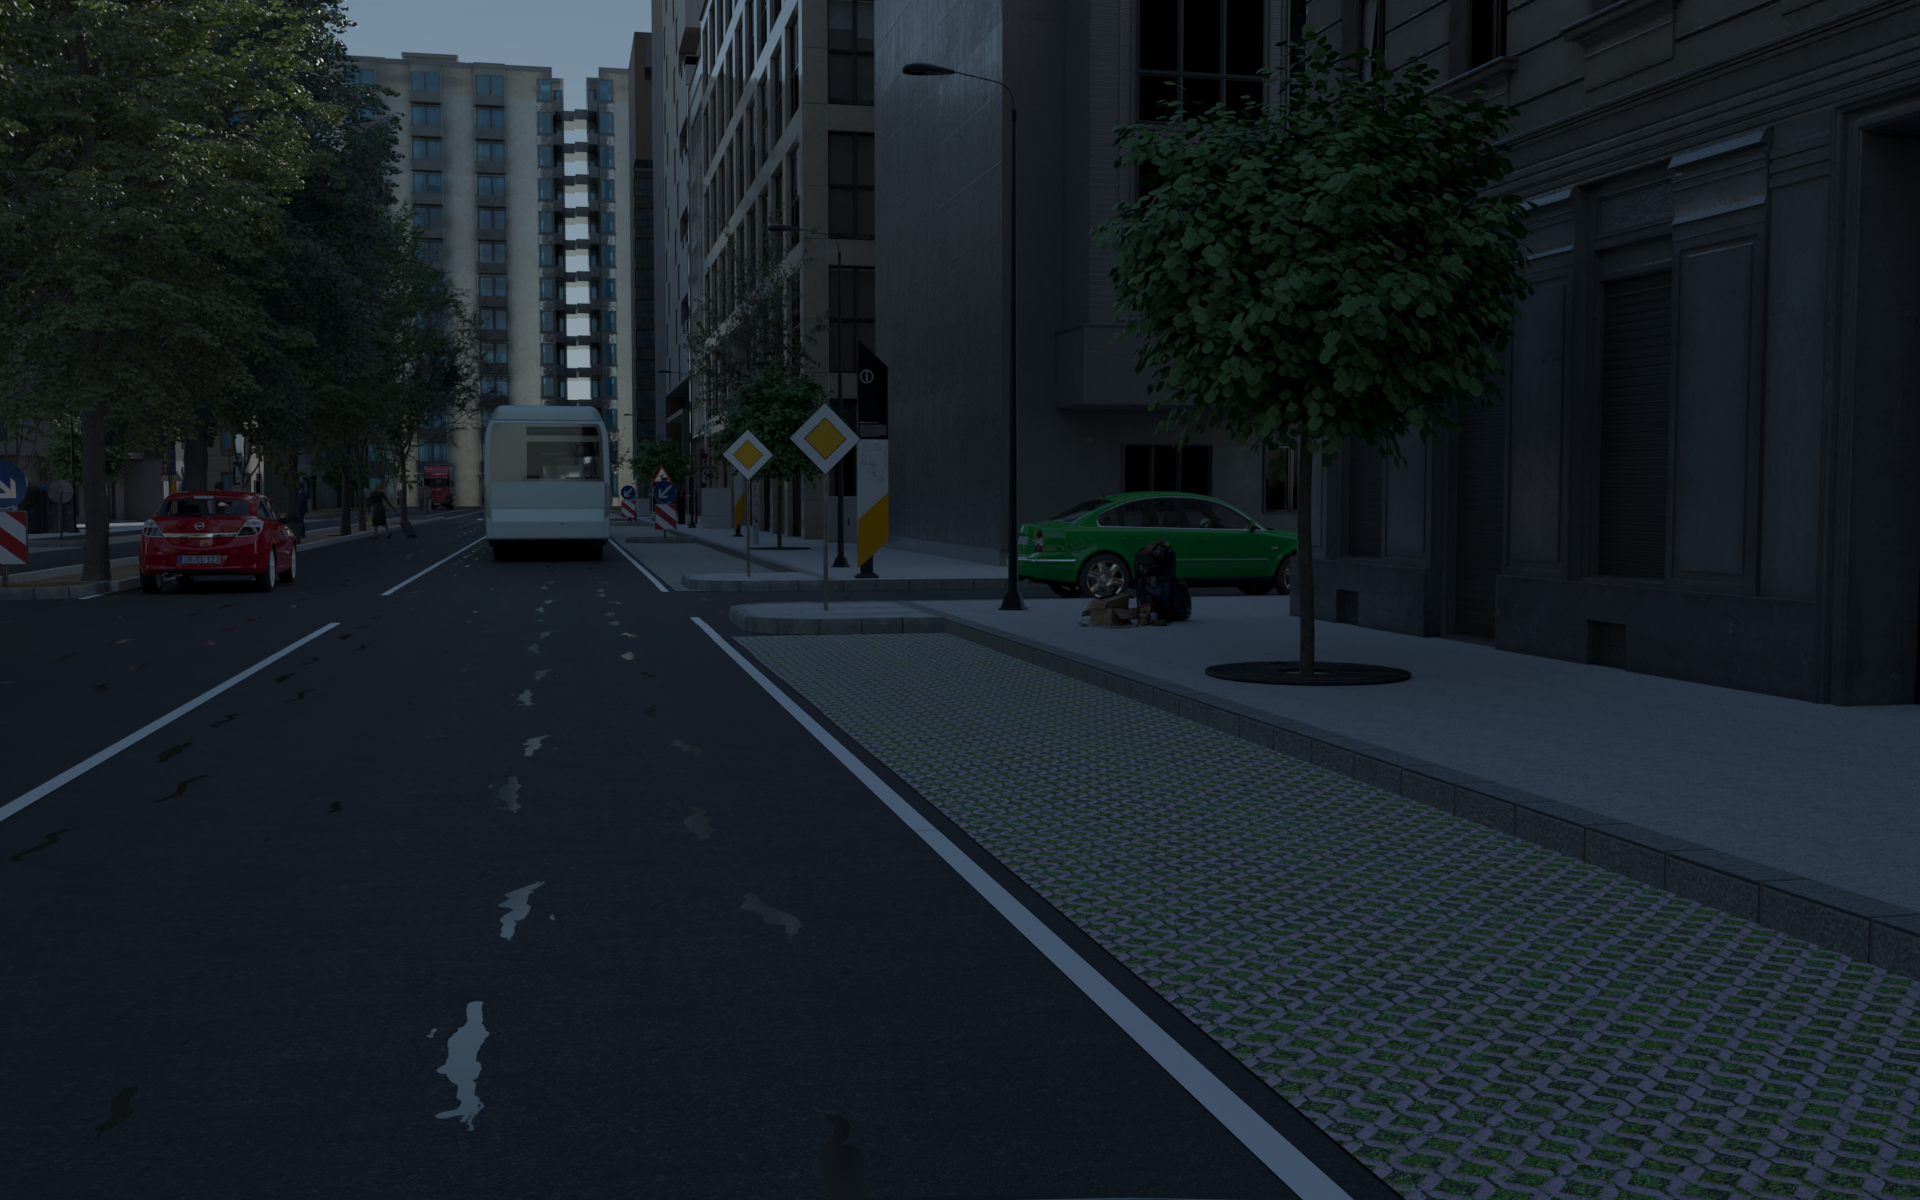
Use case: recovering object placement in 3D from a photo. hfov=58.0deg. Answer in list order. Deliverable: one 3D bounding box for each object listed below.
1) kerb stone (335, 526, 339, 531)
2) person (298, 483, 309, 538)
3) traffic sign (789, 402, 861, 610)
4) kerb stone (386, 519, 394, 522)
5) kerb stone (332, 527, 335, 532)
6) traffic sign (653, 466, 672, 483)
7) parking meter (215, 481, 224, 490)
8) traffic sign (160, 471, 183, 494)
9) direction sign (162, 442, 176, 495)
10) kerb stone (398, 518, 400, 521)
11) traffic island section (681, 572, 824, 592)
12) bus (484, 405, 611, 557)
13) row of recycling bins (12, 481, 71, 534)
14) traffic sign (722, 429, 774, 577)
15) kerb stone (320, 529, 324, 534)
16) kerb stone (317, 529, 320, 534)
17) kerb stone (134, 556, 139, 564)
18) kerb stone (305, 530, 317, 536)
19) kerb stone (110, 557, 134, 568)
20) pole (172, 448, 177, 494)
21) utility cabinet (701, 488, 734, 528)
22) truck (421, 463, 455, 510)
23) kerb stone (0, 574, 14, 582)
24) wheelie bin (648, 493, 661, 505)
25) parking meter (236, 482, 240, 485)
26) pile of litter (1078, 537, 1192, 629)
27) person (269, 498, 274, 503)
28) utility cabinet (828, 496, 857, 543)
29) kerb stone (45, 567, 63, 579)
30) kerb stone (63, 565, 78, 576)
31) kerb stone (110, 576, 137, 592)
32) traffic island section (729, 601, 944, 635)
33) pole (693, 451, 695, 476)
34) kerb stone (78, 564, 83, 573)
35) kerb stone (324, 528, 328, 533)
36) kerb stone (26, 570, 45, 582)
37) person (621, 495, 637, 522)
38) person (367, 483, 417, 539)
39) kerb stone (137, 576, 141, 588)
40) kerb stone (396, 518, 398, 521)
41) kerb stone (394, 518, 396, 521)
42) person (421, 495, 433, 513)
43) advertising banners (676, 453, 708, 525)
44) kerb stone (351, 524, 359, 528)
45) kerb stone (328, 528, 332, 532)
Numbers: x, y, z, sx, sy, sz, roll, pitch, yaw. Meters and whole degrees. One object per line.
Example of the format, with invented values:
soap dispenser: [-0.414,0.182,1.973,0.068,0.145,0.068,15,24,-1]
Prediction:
kerb stone: [-24.019,-2.701,66.351,0.120,0.150,1.000,-1,4,-13]
person: [-21.198,-2.879,55.751,0.419,1.800,0.721,-1,4,-19]
traffic sign: [-1.483,-0.942,19.046,0.795,2.450,0.064,-1,4,-13]
kerb stone: [-29.101,-4.045,88.325,0.120,0.150,1.000,-1,4,-13]
kerb stone: [-23.792,-2.640,65.353,0.120,0.150,1.000,-1,4,-13]
traffic sign: [-13.720,-4.880,79.790,0.884,2.594,0.081,-1,4,-9]
parking meter: [-34.373,-4.569,80.410,0.399,1.863,0.255,2,4,29]
traffic sign: [-32.564,-4.374,71.526,0.884,2.594,0.081,-1,4,-11]
direction sign: [-32.077,-4.787,70.272,0.876,3.537,0.379,2,4,32]
kerb stone: [-29.777,-4.219,91.324,0.120,0.150,1.000,-1,4,-13]
traffic island section: [-3.260,-0.283,26.909,2.009,0.180,2.903,-1,4,-13]
bus: [-10.138,-2.915,42.525,2.948,3.499,13.247,-1,4,-13]
row of recycling bins: [-30.231,-3.049,56.970,1.069,1.692,3.534,-1,4,-9]
traffic sign: [-3.281,-1.418,26.827,0.795,2.450,0.064,-1,4,-13]
kerb stone: [-23.100,-2.456,62.347,0.120,0.150,1.000,-1,4,-13]
kerb stone: [-22.876,-2.395,61.346,0.120,0.150,1.000,-1,4,-13]
kerb stone: [-16.853,-0.804,35.361,0.120,0.150,1.000,-1,4,-13]
kerb stone: [-22.636,-2.326,60.349,0.120,0.150,1.000,-1,4,-13]
kerb stone: [-16.628,-0.744,34.360,0.120,0.150,1.000,-1,4,-13]
pole: [-35.003,-5.094,77.130,0.158,3.312,0.155,0,3,0]
utility cabinet: [-8.972,-3.397,64.225,1.173,1.500,0.318,1,4,14]
truck: [-48.391,-10.524,160.976,2.839,4.237,11.283,-1,4,-14]
kerb stone: [-15.022,-0.314,27.378,0.120,0.150,1.000,-1,4,-13]
wheelie bin: [-15.273,-4.856,87.307,0.980,1.594,0.693,-2,4,-26]
parking meter: [-35.506,-4.874,85.401,0.255,1.863,0.399,0,4,-5]
pile of litter: [1.700,-0.204,17.300,1.176,0.858,1.719,3,5,41]
person: [-28.319,-3.558,71.336,0.373,1.253,0.362,-1,4,-21]
utility cabinet: [-3.063,-2.101,45.513,1.020,1.237,0.306,1,4,14]
kerb stone: [-15.470,-0.439,29.374,0.120,0.150,1.000,-1,4,-13]
kerb stone: [-15.710,-0.500,30.368,0.120,0.150,1.000,-1,4,-13]
kerb stone: [-12.503,-0.223,25.852,0.120,0.150,1.000,-1,4,-13]
traffic island section: [-1.461,0.193,19.129,2.009,0.180,2.903,-1,4,-13]
pole: [-12.693,-5.410,82.296,0.158,3.312,0.155,0,3,0]
kerb stone: [-15.935,-0.560,31.365,0.120,0.150,1.000,-1,4,-13]
kerb stone: [-23.335,-2.517,63.349,0.120,0.150,1.000,-1,4,-13]
kerb stone: [-15.243,-0.378,28.376,0.120,0.150,1.000,-1,4,-13]
person: [-16.067,-4.592,84.059,0.782,1.767,0.515,-1,4,-10]
person: [-18.259,-2.859,55.460,1.509,1.804,0.699,1,4,12]
kerb stone: [-12.735,-0.285,26.847,0.120,0.150,1.000,-1,4,-13]
kerb stone: [-29.568,-4.167,90.323,0.120,0.150,1.000,-1,4,-13]
kerb stone: [-29.330,-4.106,89.323,0.120,0.150,1.000,-1,4,-13]
person: [-40.295,-7.429,130.697,1.217,1.736,0.721,1,4,21]
advertising banners: [-11.360,-4.734,73.592,0.090,3.025,2.074,2,4,32]
kerb stone: [-25.641,-3.129,73.347,0.120,0.150,1.000,-1,4,-13]
kerb stone: [-23.569,-2.578,64.352,0.120,0.150,1.000,-1,4,-13]
